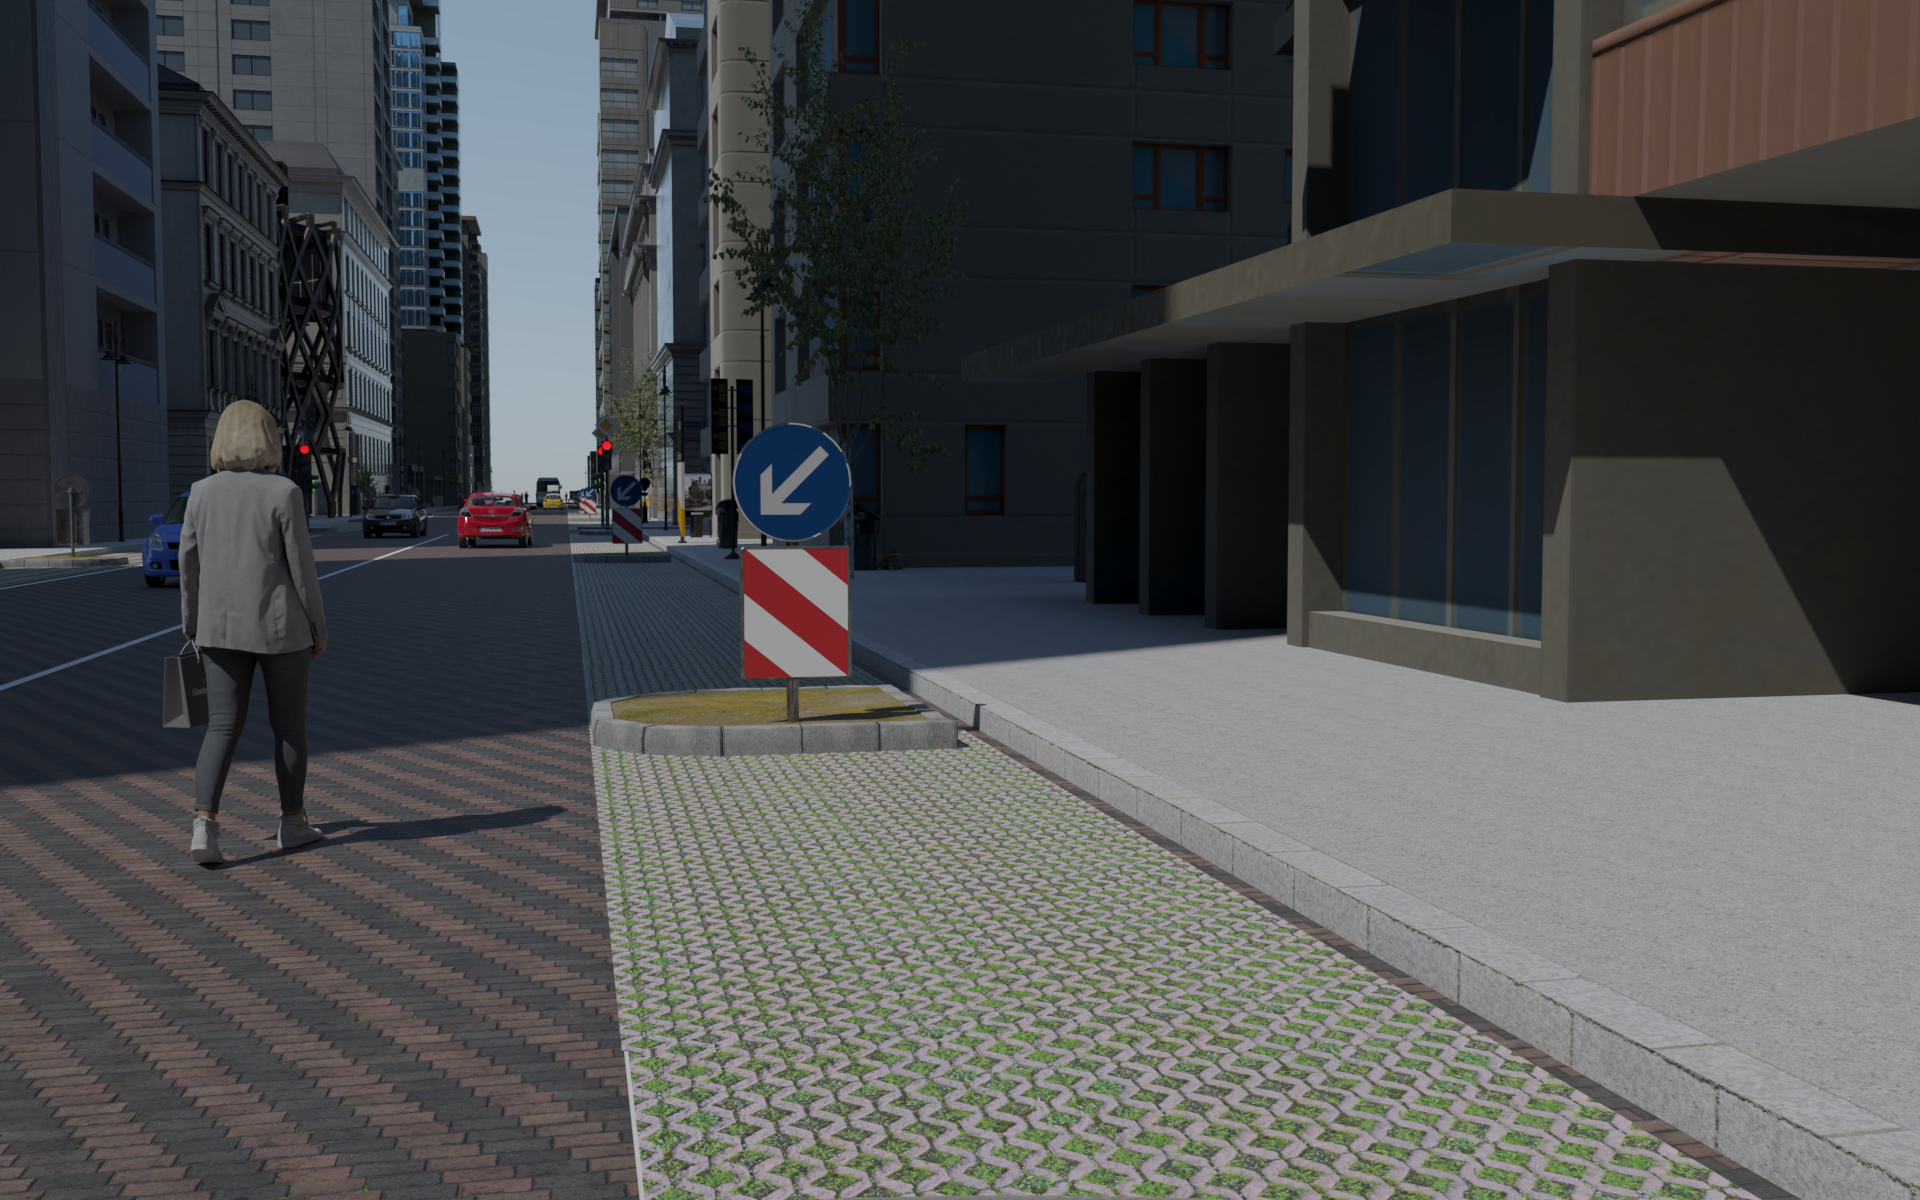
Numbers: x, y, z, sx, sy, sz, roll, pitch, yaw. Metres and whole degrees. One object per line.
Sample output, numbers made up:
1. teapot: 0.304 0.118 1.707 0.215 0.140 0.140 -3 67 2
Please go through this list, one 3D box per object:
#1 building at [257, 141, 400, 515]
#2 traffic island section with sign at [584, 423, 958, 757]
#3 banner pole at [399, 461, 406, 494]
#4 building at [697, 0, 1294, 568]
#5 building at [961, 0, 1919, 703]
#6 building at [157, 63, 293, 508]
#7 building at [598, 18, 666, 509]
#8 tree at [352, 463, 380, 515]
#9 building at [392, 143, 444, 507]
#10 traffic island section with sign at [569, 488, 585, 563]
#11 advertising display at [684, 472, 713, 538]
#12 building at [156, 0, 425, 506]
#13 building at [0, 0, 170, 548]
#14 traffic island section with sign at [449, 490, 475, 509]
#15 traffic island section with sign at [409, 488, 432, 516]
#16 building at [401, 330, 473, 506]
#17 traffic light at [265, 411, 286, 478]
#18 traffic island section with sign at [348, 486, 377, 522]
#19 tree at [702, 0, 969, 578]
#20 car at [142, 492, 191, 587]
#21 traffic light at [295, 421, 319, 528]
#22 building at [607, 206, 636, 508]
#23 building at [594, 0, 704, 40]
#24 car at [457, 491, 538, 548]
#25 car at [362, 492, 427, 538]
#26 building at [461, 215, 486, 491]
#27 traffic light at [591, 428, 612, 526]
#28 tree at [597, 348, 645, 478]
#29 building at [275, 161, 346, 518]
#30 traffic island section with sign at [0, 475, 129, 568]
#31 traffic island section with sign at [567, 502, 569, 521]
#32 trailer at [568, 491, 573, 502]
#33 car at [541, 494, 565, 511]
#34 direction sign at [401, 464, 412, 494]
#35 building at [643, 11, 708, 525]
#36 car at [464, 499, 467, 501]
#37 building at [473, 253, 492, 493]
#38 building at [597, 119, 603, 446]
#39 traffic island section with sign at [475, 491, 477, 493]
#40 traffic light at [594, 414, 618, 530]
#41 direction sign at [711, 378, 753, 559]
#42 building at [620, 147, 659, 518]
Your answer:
1. building: -48.195 -17.487 119.203 16.112 22.955 30.059 -1 4 -13
2. traffic island section with sign: -1.199 -0.107 10.376 1.989 1.847 2.006 -1 4 -13
3. banner pole: -41.540 -8.517 129.267 0.401 3.779 0.863 1 4 23
4. building: 8.038 -12.304 46.204 27.650 21.520 28.899 -1 4 -13
5. building: 13.649 -21.675 9.014 22.147 44.769 28.867 -1 4 -13
6. building: -35.100 -12.752 73.119 10.561 19.102 19.286 -1 4 -13
7. building: -24.813 -28.788 154.279 14.154 41.232 14.086 -1 4 -13
8. tree: -36.266 -6.808 105.914 1.663 3.219 1.824 0 3 0
9. building: -67.696 -29.126 168.093 32.217 40.220 23.993 -1 4 -13
10. traffic island section with sign: -7.190 -1.714 36.660 1.989 1.847 2.006 -1 4 -13
11. advertising display: -7.756 -2.795 50.905 0.974 1.923 0.123 -1 4 -23
12. building: -56.911 -43.309 146.356 20.563 71.187 20.611 -1 4 -13
13. building: -37.167 -30.735 44.517 28.212 58.520 21.231 -1 4 -13
14. traffic island section with sign: -47.287 -9.503 163.995 1.989 1.847 2.006 -1 4 -13
15. traffic island section with sign: -36.018 -6.477 114.527 1.989 1.847 2.006 -1 4 -13
16. building: -70.293 -21.443 195.638 27.650 21.520 28.899 -1 4 -13
17. traffic light: -23.234 -4.256 58.514 0.839 4.253 0.868 -1 4 -13
18. traffic island section with sign: -30.028 -4.869 88.235 1.989 1.847 2.006 -1 4 -13
19. tree: -1.702 -4.618 25.866 4.737 8.622 4.395 0 3 0
20. car: -11.994 -1.130 28.075 1.945 1.707 3.694 -1 4 -11
21. traffic light: -25.007 -4.733 66.301 0.839 4.253 0.868 -1 4 -13
22. building: -18.699 -18.988 129.517 14.314 24.678 30.058 -1 4 -13
23. building: -21.923 -35.879 175.864 28.713 52.752 27.495 -1 4 -13
24. car: -12.695 -2.348 47.438 2.155 1.783 4.494 -1 4 -11
25. car: -18.898 -2.948 57.985 2.009 1.686 4.222 -1 4 -11
26. building: -83.770 -37.145 261.942 22.147 44.769 28.867 -1 4 -13
27. traffic light: -14.225 -4.883 68.764 0.839 4.253 0.868 -1 4 -13
28. tree: -15.636 -8.275 85.653 4.737 8.622 4.395 0 3 0
29. building: -41.479 -13.671 90.967 16.820 18.784 16.811 -1 4 -13
30. traffic island section with sign: -17.799 -1.586 34.553 1.989 1.847 2.006 -1 4 -13
31. traffic island section with sign: -19.598 -5.047 91.144 1.989 1.847 2.006 -1 4 -13
32. trailer: -65.257 -17.407 291.658 1.471 1.999 3.904 -1 4 -12
33. car: -35.437 -8.603 150.879 2.015 1.641 3.980 -1 4 -14
34. direction sign: -42.199 -8.575 132.191 0.379 3.537 0.876 3 5 39
35. building: 3.575 -15.902 79.077 34.723 24.649 14.460 -1 4 -13
36. car: -30.711 -6.245 111.142 2.155 1.783 4.494 -1 4 -13
37. building: -84.679 -36.728 284.091 14.154 41.232 14.086 -1 4 -13
38. building: -31.056 -35.735 203.867 23.786 49.044 30.456 -1 4 -13
39. traffic island section with sign: -53.265 -11.110 190.282 1.989 1.847 2.006 -1 4 -13
40. traffic light: -12.452 -4.407 60.977 0.839 4.253 0.868 -1 4 -13
41. direction sign: -4.474 -2.574 34.083 0.876 3.537 0.379 -2 4 -29
42. building: -13.037 -15.987 103.191 13.314 21.916 24.055 -1 4 -13
